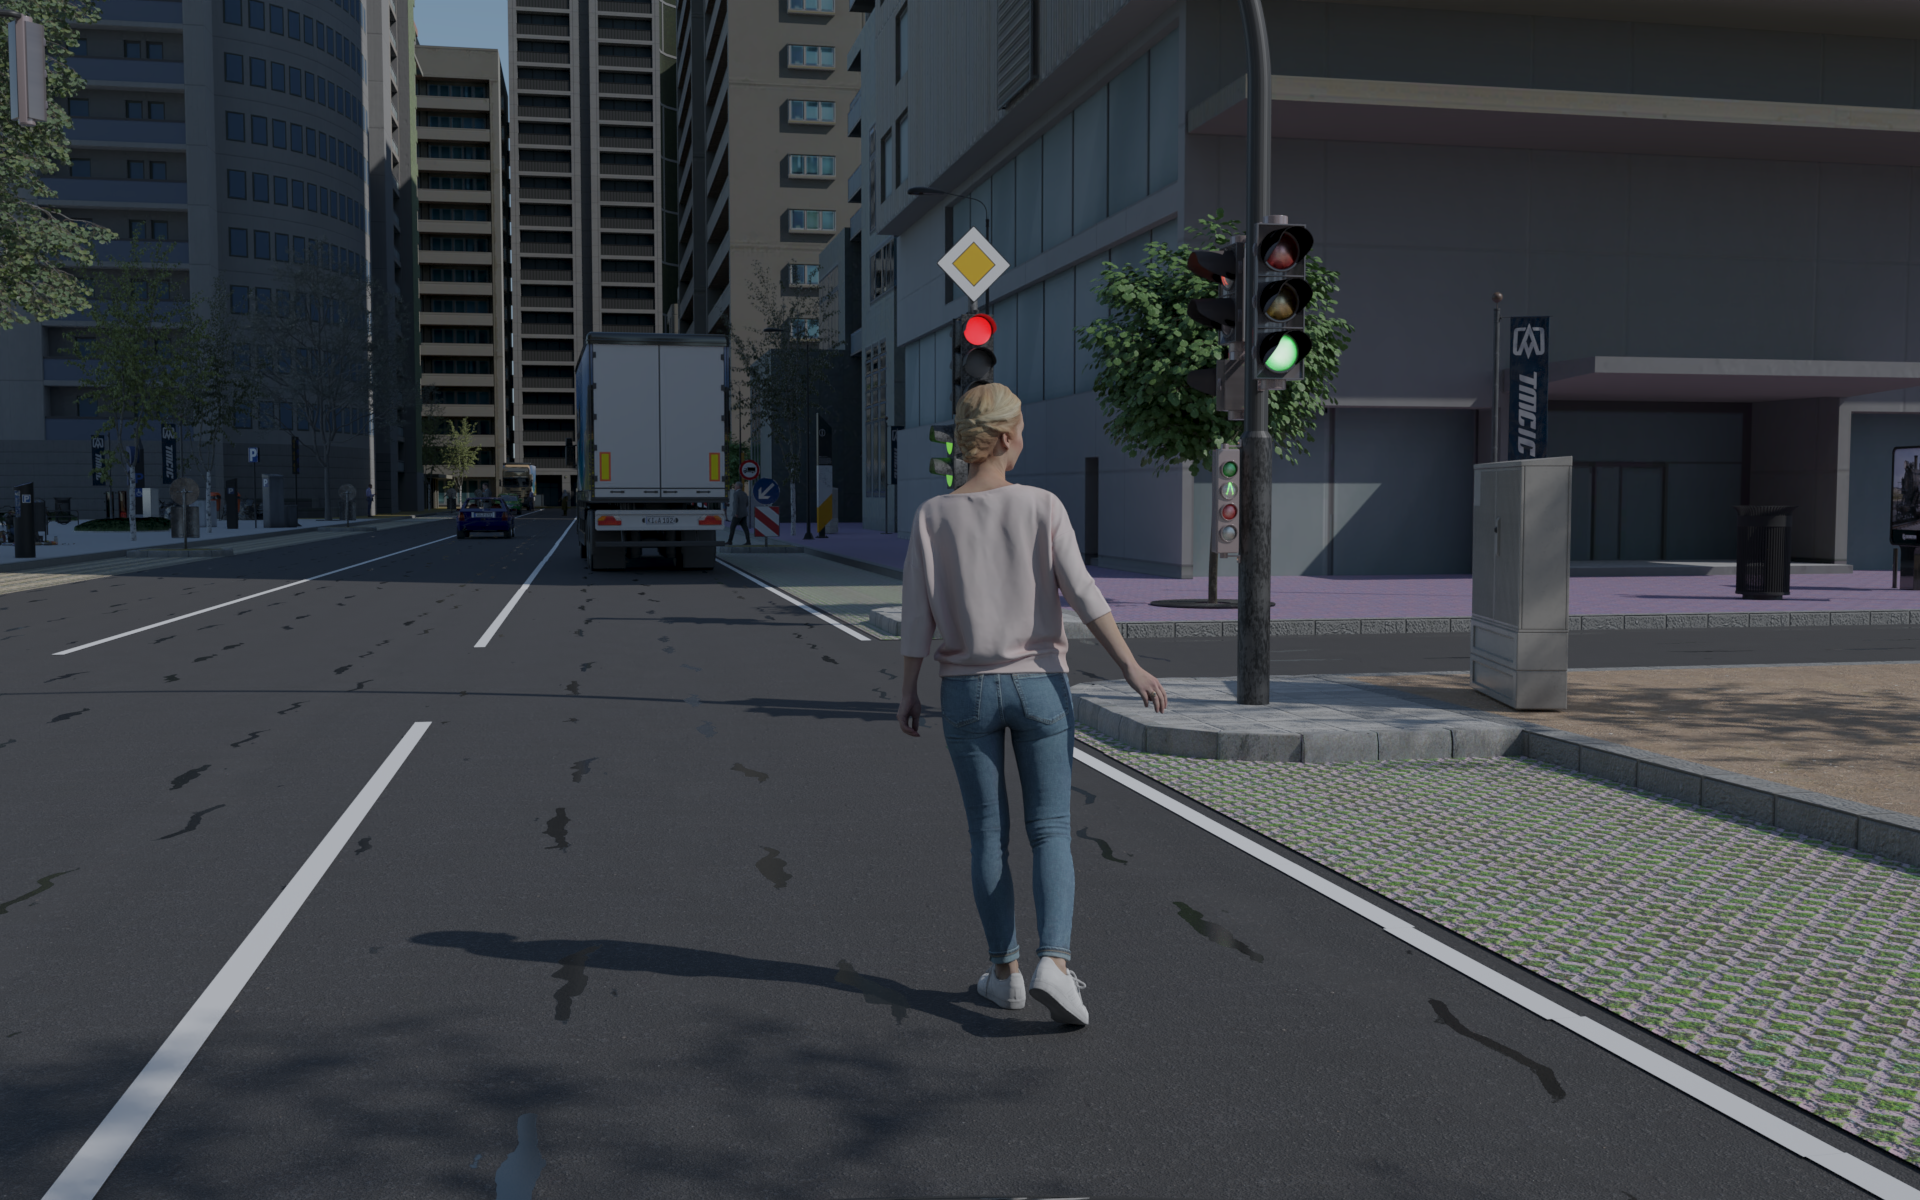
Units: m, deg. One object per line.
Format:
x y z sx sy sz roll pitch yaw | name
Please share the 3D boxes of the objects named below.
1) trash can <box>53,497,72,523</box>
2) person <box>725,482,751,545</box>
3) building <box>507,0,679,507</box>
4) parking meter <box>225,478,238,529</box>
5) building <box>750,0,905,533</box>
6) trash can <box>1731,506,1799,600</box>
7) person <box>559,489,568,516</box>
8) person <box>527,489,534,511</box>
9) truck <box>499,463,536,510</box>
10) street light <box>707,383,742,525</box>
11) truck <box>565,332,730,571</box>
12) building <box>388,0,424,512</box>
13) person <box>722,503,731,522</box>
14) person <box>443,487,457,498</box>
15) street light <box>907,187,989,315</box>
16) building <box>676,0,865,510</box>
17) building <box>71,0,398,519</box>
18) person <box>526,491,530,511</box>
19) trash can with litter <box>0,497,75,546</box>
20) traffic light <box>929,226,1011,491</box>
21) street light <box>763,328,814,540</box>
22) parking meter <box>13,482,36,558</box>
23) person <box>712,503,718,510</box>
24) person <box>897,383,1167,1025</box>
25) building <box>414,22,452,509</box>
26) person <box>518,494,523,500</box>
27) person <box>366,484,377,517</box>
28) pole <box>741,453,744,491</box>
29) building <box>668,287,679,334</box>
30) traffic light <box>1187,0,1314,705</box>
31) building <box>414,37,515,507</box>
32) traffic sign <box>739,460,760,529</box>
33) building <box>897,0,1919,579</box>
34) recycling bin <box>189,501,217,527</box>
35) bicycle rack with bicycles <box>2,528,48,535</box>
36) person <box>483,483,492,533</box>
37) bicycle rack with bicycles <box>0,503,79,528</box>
-39.227 -3.919 75.721 0.748 1.137 0.748 0 3 0 | trash can
-6.214 -2.409 48.279 0.834 1.777 0.661 1 4 20 | person
-36.697 -45.585 183.560 20.611 71.187 20.563 -1 4 -12 | building
-26.773 -3.544 63.655 0.399 1.863 0.255 -1 4 -9 | parking meter
3.595 -46.427 71.751 22.319 86.520 31.000 -1 4 -12 | building
9.806 -0.580 21.134 0.748 1.137 0.748 0 3 0 | trash can
-26.105 -6.411 114.056 0.721 1.736 1.217 -3 4 -38 | person
-35.996 -8.352 144.927 0.599 1.838 0.709 1 4 13 | person
-39.797 -10.237 156.285 2.839 4.237 11.283 -1 4 -11 | truck
-9.487 -5.993 70.524 1.470 5.913 1.316 -1 4 -12 | street light
-6.576 -2.858 35.641 2.839 4.237 11.283 -1 4 -14 | truck
-46.418 -26.878 123.053 14.154 41.232 14.086 -1 4 -12 | building
-10.977 -4.549 80.448 0.654 1.822 0.581 -1 4 -10 | person
-43.804 -8.760 148.908 0.705 1.869 1.348 3 5 41 | person
-0.113 -3.296 26.438 1.470 5.913 1.316 -1 4 -12 | street light
-9.696 -30.889 128.735 21.300 48.544 21.600 -1 4 -12 | building
-45.579 -34.141 100.202 21.231 58.520 28.212 -1 4 -12 | building
-36.876 -8.504 148.358 0.721 1.723 1.217 -1 4 -11 | person
-23.556 -1.975 43.354 2.233 1.210 1.678 -1 4 -11 | trash can with litter
0.114 -1.798 18.326 0.839 4.253 0.868 -1 4 -12 | traffic light
-4.805 -4.653 48.621 1.470 5.913 1.316 -1 4 -12 | street light
-18.820 -1.616 34.831 0.372 1.533 0.369 0 3 0 | parking meter
-13.791 -5.590 97.372 1.348 1.831 0.705 3 4 39 | person
0.209 0.270 4.759 0.731 1.740 0.598 0 4 -7 | person
-59.288 -30.112 146.954 28.867 44.769 22.147 -1 4 -12 | building
-34.987 -7.650 136.772 0.628 1.438 0.799 2 4 27 | person
-32.538 -5.501 95.855 0.599 1.838 0.709 -2 4 -28 | person
-10.717 -5.601 85.423 0.158 3.312 0.155 0 3 0 | pole
-11.482 -18.954 154.940 27.650 21.520 28.899 -1 4 -12 | building
-0.264 -2.157 9.942 4.771 5.953 1.251 -1 4 -12 | traffic light
-57.933 -34.019 179.911 21.600 48.544 21.300 -1 4 -12 | building
-7.765 -3.905 63.959 0.768 2.556 0.104 0 4 -5 | traffic sign
13.032 -27.433 37.768 27.495 52.752 28.713 -1 4 -12 | building
-29.247 -3.325 66.915 0.722 1.027 0.722 1 4 16 | recycling bin
-29.710 -2.466 53.697 2.925 0.926 2.852 2 4 31 | bicycle rack with bicycles
-17.703 -3.445 64.632 0.447 1.846 0.655 -1 4 -10 | person
-38.288 -3.585 71.997 2.852 0.926 2.925 1 4 23 | bicycle rack with bicycles
